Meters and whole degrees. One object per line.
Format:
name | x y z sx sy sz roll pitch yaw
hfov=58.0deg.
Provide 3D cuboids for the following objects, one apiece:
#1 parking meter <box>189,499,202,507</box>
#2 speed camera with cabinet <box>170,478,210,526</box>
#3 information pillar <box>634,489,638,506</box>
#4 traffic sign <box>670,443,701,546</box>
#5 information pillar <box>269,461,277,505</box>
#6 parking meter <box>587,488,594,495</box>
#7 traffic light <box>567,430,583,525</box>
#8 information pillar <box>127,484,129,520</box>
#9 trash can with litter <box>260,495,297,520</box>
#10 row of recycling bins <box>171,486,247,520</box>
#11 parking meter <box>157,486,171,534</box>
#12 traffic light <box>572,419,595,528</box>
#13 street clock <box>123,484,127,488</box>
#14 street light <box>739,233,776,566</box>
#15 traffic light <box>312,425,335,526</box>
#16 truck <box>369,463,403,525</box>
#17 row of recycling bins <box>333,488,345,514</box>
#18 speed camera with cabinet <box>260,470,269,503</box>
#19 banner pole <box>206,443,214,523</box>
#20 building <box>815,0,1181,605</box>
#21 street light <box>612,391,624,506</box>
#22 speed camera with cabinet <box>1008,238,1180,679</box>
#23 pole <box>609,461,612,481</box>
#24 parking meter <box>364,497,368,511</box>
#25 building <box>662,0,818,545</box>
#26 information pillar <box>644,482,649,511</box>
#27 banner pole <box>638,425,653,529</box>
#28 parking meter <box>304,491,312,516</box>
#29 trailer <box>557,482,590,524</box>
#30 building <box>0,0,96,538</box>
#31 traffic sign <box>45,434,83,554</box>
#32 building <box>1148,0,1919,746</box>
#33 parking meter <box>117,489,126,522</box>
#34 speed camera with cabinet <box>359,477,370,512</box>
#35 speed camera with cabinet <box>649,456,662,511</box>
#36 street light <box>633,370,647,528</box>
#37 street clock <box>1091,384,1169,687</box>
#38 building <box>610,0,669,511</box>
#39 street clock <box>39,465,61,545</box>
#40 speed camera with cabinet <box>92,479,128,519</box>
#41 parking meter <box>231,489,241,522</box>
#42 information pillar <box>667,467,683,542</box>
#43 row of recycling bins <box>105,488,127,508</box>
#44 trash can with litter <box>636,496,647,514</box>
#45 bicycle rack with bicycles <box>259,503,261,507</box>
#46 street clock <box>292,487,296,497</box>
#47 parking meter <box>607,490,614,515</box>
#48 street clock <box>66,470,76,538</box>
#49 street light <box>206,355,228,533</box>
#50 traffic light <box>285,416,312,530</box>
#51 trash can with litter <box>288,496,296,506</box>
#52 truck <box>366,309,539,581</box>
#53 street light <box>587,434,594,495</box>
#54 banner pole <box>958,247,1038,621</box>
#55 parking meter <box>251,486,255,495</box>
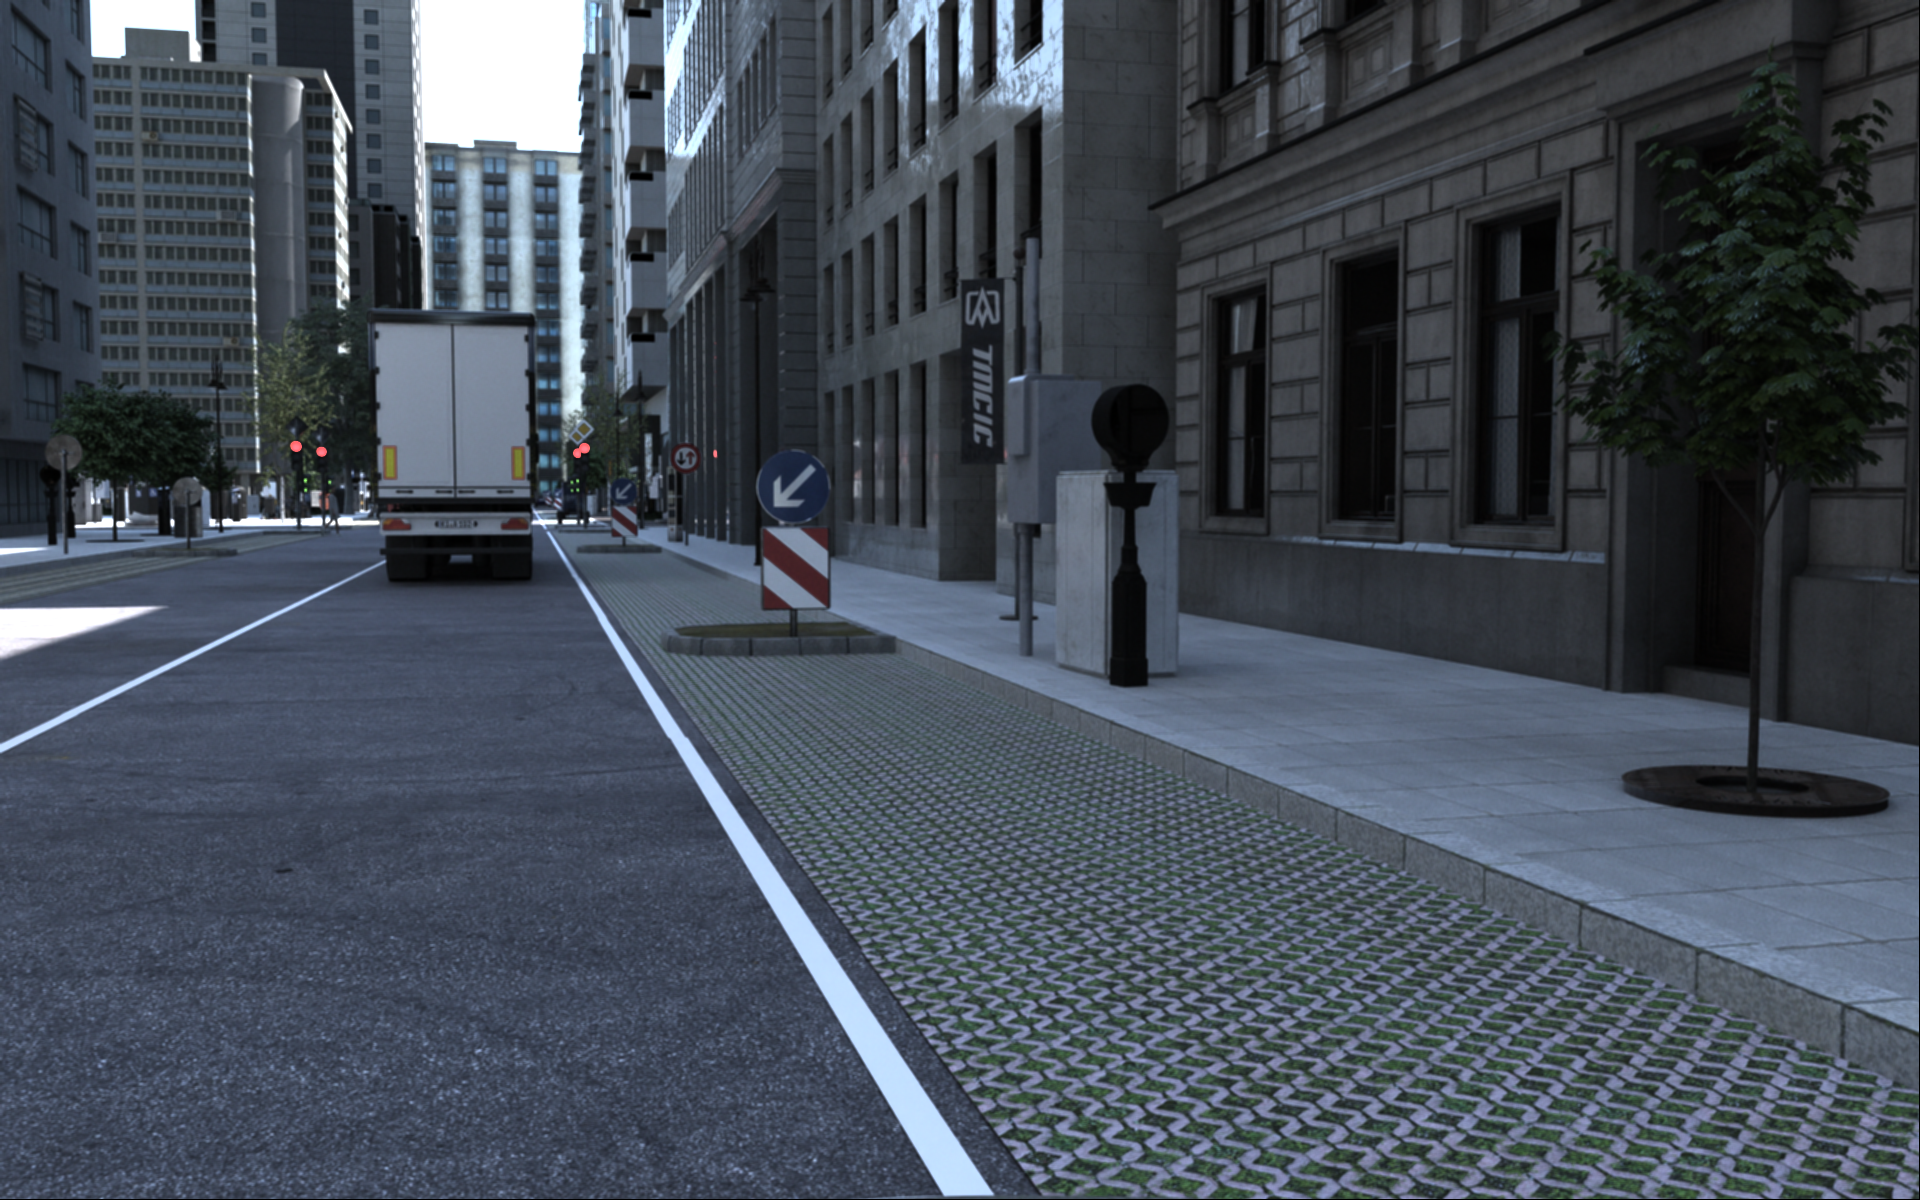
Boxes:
parking meter | -22.946 -2.662 51.940 0.372 1.533 0.369 0 3 0
speed camera with cabinet | -30.551 -4.544 68.627 0.660 3.252 2.038 0 4 6
information pillar | -27.266 -8.641 145.774 0.304 2.012 0.304 -2 4 -25
traffic sign | -6.805 -2.627 43.057 0.768 2.556 0.104 0 4 -6
information pillar | -46.739 -7.736 117.832 0.504 3.616 0.183 0 4 5
parking meter | -24.210 -6.597 113.578 0.399 1.863 0.255 2 4 24
traffic light | -15.947 -5.096 72.240 0.839 4.253 0.868 -1 4 -14
information pillar | -39.958 -4.836 83.557 0.304 2.012 0.304 -1 4 -13
trash can with litter | -33.709 -4.564 85.673 2.233 1.210 1.678 -2 4 -35
row of recycling bins | -37.612 -4.876 86.834 3.534 1.692 1.069 -3 4 -37
parking meter | -25.662 -2.902 55.855 0.372 1.533 0.369 0 3 0
traffic light | -13.998 -4.622 64.496 0.839 4.253 0.868 -1 4 -14
street clock | -58.868 -7.204 122.354 0.358 2.002 0.471 1 4 20
street light | -3.617 -3.558 30.955 0.468 5.910 1.993 -1 4 -14
traffic light | -25.653 -4.946 69.789 0.839 4.253 0.868 -1 4 -14
truck | -24.150 -5.371 76.728 2.839 4.237 11.283 -1 4 -12
row of recycling bins | -40.296 -6.457 112.677 1.069 1.692 3.534 -1 4 -10
speed camera with cabinet | -52.841 -8.403 131.730 0.660 3.252 2.038 -2 4 -27
banner pole | -33.831 -5.397 78.250 0.401 3.779 0.863 1 4 12
building | 4.139 -10.625 28.466 10.420 20.320 16.860 -1 4 -14
street light | -15.367 -6.423 77.812 0.468 5.910 1.993 -1 4 -14
speed camera with cabinet | 0.959 -1.136 12.907 0.660 3.252 2.038 -1 4 -18
pole | -21.309 -6.832 105.548 0.158 3.312 0.155 0 3 0
parking meter | -43.901 -7.309 127.906 0.372 1.533 0.369 0 3 0
building | -2.008 -16.707 50.649 11.434 29.767 29.804 -1 4 -14
information pillar | -19.046 -6.179 105.511 0.304 2.012 0.304 1 4 14
banner pole | -11.395 -4.458 62.898 0.401 3.779 0.863 -3 5 -44
parking meter | -37.650 -5.602 100.000 0.372 1.533 0.369 0 3 0
trailer | -18.293 -4.567 81.711 1.471 1.999 3.904 -1 4 -15
building | -34.795 -22.544 52.188 14.086 41.232 14.154 -1 4 -14
traffic sign | -19.160 -2.259 37.045 0.768 2.556 0.104 0 4 -6
building | 9.006 -8.958 11.094 10.561 19.102 19.286 -1 4 -14
parking meter | -38.738 -4.376 79.961 0.372 1.533 0.369 0 3 0
speed camera with cabinet | -43.448 -8.028 125.594 0.660 3.252 2.038 0 4 2
speed camera with cabinet | -15.282 -5.834 89.716 0.660 3.252 2.038 2 4 25
street light | -11.876 -5.604 64.414 0.468 5.910 1.993 -1 4 -14
street clock | 1.131 -0.427 11.552 0.471 2.002 0.358 -2 4 -26
building | -11.813 -33.069 129.909 28.713 52.752 27.495 -1 4 -14
street clock | -22.849 -2.384 43.549 0.471 2.002 0.358 -2 4 -24
speed camera with cabinet | -44.090 -5.866 90.239 2.038 3.252 0.660 0 4 2
parking meter | -33.062 -4.324 79.107 0.372 1.533 0.369 0 3 0
information pillar | -7.655 -2.573 46.559 0.304 2.012 0.304 2 4 29
row of recycling bins | -54.308 -6.410 111.911 1.069 1.692 3.534 -3 5 -42
trash can with litter | -17.912 -5.337 98.651 1.055 1.170 0.624 1 4 18
bicycle rack with bicycles | -51.498 -6.955 127.103 2.925 0.926 2.852 2 4 26
street clock | -52.689 -8.121 137.342 0.471 2.002 0.358 -1 4 -12
parking meter | -21.013 -5.853 104.101 0.372 1.533 0.369 0 3 0
street clock | -25.961 -2.811 50.530 0.358 2.002 0.471 0 4 -7
street light | -24.690 -5.193 57.701 0.468 5.910 1.993 -1 4 -14
traffic light | -23.703 -4.472 62.045 0.839 4.253 0.868 -1 4 -14
trash can with litter | -47.624 -6.865 123.631 0.624 1.170 1.055 0 4 -4
truck | -9.144 -2.630 31.912 2.839 4.237 11.283 -1 4 -15
street light | -23.747 -8.477 111.389 0.468 5.910 1.993 -1 4 -14
banner pole | 0.384 -1.695 17.723 0.863 3.779 0.401 1 4 19
parking meter | -53.885 -7.724 132.005 0.255 1.863 0.399 -1 4 -13
